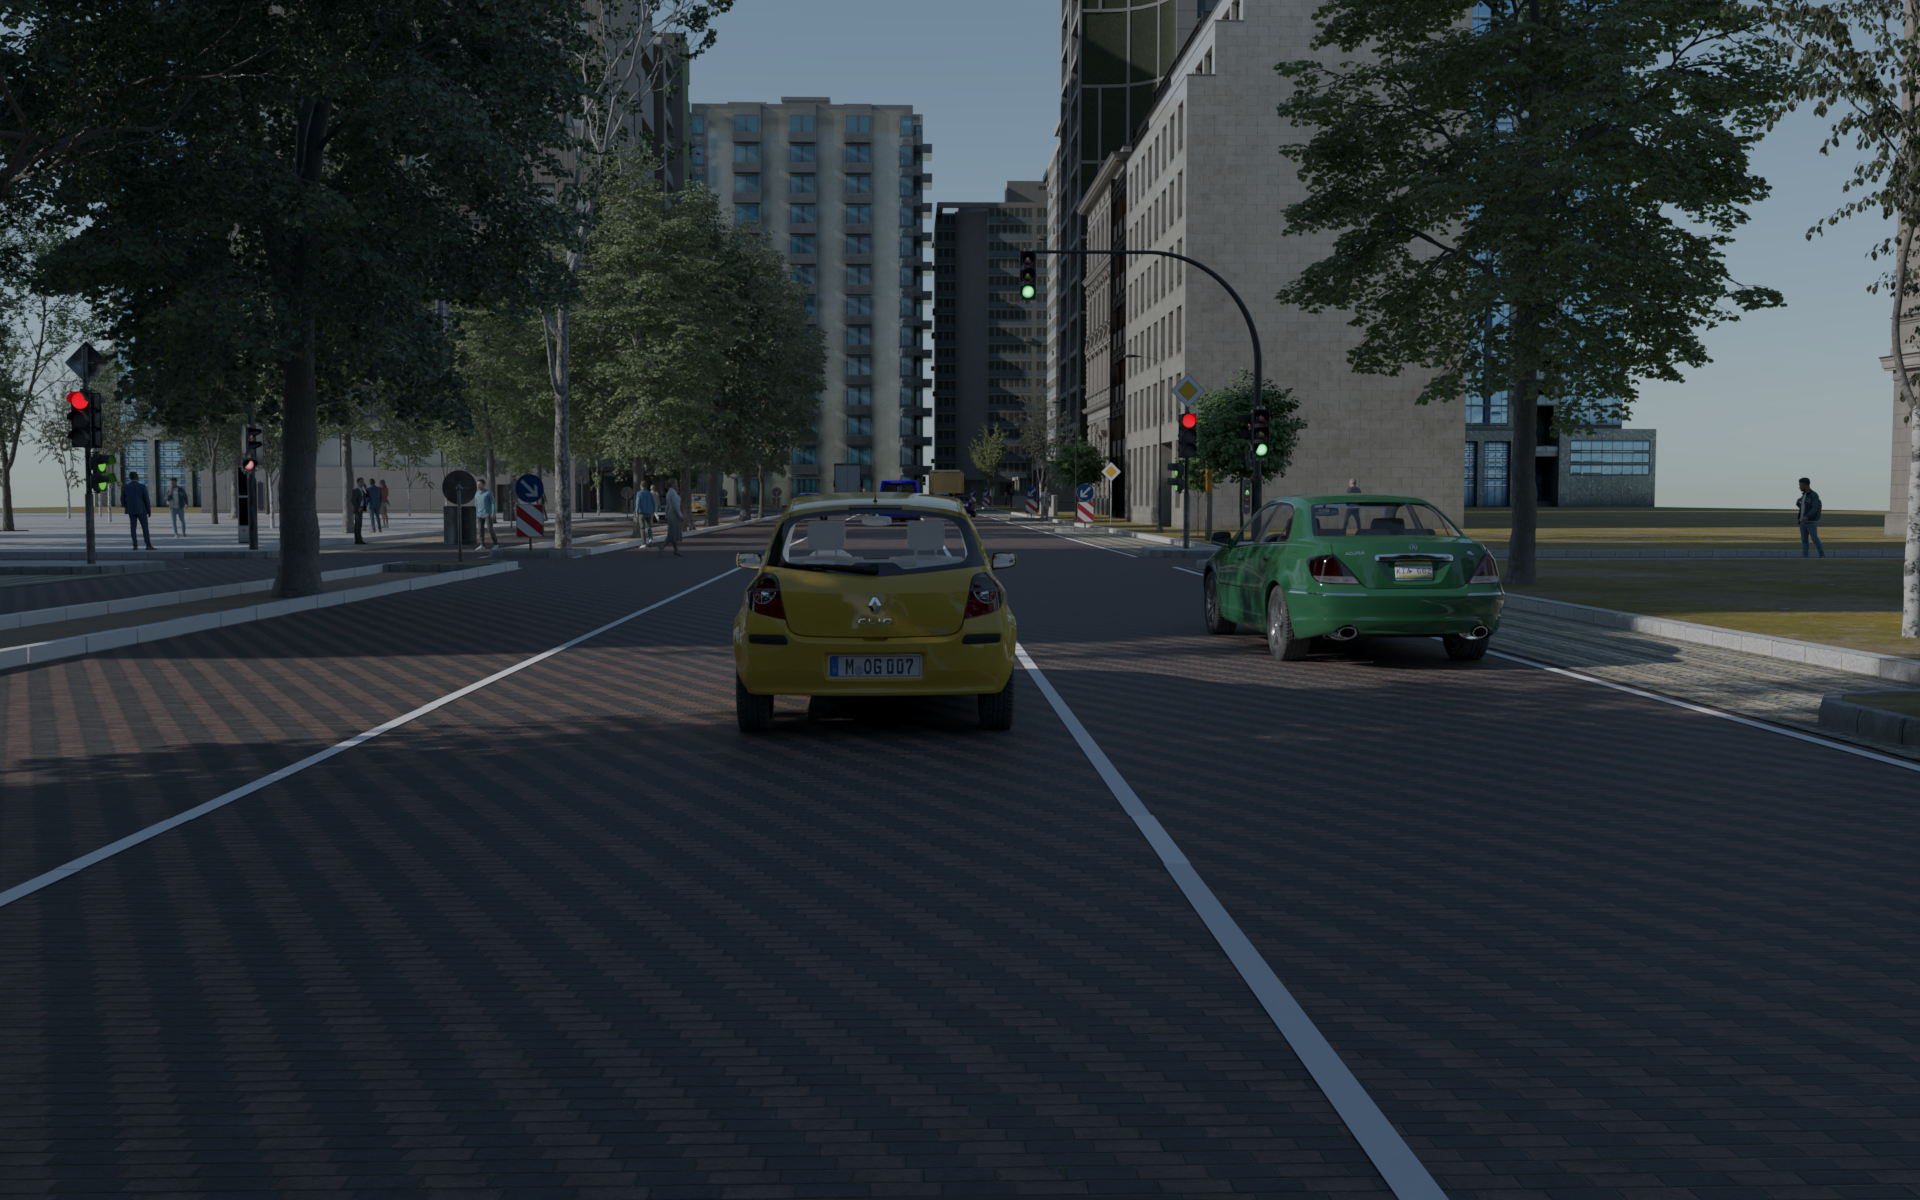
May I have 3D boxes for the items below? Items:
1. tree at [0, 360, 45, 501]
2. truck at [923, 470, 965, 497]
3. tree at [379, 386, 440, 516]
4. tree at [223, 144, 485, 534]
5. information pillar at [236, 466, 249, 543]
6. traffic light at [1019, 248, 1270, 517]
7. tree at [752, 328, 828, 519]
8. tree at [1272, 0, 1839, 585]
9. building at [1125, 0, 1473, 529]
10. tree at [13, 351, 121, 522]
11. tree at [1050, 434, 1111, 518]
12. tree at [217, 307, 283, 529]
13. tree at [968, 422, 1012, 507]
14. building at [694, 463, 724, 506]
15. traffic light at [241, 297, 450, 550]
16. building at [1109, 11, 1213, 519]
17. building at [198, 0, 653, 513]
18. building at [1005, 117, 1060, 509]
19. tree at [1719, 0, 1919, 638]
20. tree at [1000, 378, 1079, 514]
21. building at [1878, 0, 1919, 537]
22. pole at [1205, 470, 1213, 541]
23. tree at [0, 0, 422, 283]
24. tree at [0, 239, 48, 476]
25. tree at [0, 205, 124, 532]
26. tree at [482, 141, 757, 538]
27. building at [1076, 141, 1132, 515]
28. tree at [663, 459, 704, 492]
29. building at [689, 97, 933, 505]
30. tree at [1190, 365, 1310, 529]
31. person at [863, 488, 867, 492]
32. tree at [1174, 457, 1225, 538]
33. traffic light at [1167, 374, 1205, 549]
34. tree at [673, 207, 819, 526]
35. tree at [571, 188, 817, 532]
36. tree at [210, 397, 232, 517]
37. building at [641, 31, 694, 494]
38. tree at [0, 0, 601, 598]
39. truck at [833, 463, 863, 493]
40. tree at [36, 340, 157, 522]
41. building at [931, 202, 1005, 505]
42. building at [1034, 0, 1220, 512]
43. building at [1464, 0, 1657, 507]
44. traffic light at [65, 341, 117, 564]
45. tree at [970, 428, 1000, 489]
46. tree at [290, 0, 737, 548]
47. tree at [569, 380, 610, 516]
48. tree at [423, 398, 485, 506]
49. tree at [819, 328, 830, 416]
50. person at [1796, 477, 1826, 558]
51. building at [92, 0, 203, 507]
[{"bbox_3d":[-46.677,-8.164,83.845,4.737,8.622,4.395,0,3,0],"label":"tree"},{"bbox_3d":[-1.163,-8.674,137.745,3.469,3.379,9.791,0,4,-2],"label":"truck"},{"bbox_3d":[-31.995,-9.210,100.947,4.360,8.622,3.978,0,3,0],"label":"tree"},{"bbox_3d":[-20.403,-8.445,56.203,7.486,12.596,7.792,0,3,0],"label":"tree"},{"bbox_3d":[-18.613,-2.482,45.075,0.304,2.012,0.304,-1,4,-8],"label":"information pillar"},{"bbox_3d":[3.461,-3.526,32.318,4.771,5.953,1.251,0,4,-2],"label":"traffic light"},{"bbox_3d":[-11.483,-10.553,100.751,9.928,11.665,9.643,0,3,0],"label":"tree"},{"bbox_3d":[8.151,-6.519,24.711,7.486,12.596,7.792,0,3,0],"label":"tree"},{"bbox_3d":[13.117,-13.259,71.529,10.420,20.320,16.860,0,4,-2],"label":"building"},{"bbox_3d":[-47.101,-8.597,90.926,4.360,8.622,3.978,0,3,0],"label":"tree"},{"bbox_3d":[6.552,-6.793,94.780,4.285,4.588,4.351,0,3,0],"label":"tree"},{"bbox_3d":[-25.561,-6.952,64.029,4.360,8.622,3.978,0,3,0],"label":"tree"},{"bbox_3d":[3.059,-13.760,175.342,4.737,8.622,4.395,0,3,0],"label":"tree"},{"bbox_3d":[-39.903,-20.185,175.067,28.899,21.520,27.650,0,4,-2],"label":"building"},{"bbox_3d":[-14.172,-3.989,39.896,4.771,5.953,1.251,0,4,-2],"label":"traffic light"},{"bbox_3d":[14.693,-15.800,88.004,12.332,23.373,15.834,0,4,-2],"label":"building"},{"bbox_3d":[-37.512,-32.924,127.551,28.713,52.752,27.495,0,4,-2],"label":"building"},{"bbox_3d":[21.698,-29.735,178.043,32.217,40.220,23.993,0,4,-2],"label":"building"},{"bbox_3d":[8.763,-3.965,15.195,4.360,8.622,3.978,0,3,0],"label":"tree"},{"bbox_3d":[5.205,-9.724,109.343,4.360,8.622,3.978,0,3,0],"label":"tree"},{"bbox_3d":[29.519,-12.023,47.482,40.483,20.767,10.553,0,4,-2],"label":"building"},{"bbox_3d":[6.815,-3.275,47.394,0.158,3.312,0.155,0,3,0],"label":"pole"},{"bbox_3d":[-8.699,-4.780,15.016,8.767,10.594,7.601,0,4,-2],"label":"tree"},{"bbox_3d":[-28.255,-7.789,44.360,9.611,12.733,9.660,0,3,0],"label":"tree"},{"bbox_3d":[-32.673,-8.173,59.386,9.928,11.665,9.643,0,3,0],"label":"tree"},{"bbox_3d":[-10.509,-8.285,56.047,7.486,12.596,7.792,0,3,0],"label":"tree"},{"bbox_3d":[13.550,-16.939,105.828,11.050,23.489,19.941,0,4,-2],"label":"building"},{"bbox_3d":[-21.252,-9.142,133.183,4.285,4.588,4.351,0,3,0],"label":"tree"},{"bbox_3d":[-18.675,-36.209,211.633,30.456,49.044,23.786,0,4,-2],"label":"building"},{"bbox_3d":[7.336,-3.718,44.500,4.285,4.588,4.351,0,3,0],"label":"tree"},{"bbox_3d":[-6.404,-6.207,110.206,1.509,1.804,0.699,2,4,27],"label":"person"},{"bbox_3d":[7.146,-3.450,51.004,1.663,3.219,1.824,0,3,0],"label":"tree"},{"bbox_3d":[5.289,-3.155,40.508,0.839,4.253,0.868,0,4,-2],"label":"traffic light"},{"bbox_3d":[-11.198,-10.306,77.611,9.857,13.997,8.962,0,3,0],"label":"tree"},{"bbox_3d":[-10.295,-8.882,64.686,9.611,12.733,9.660,0,3,0],"label":"tree"},{"bbox_3d":[-41.103,-10.576,98.669,9.928,11.665,9.643,0,3,0],"label":"tree"},{"bbox_3d":[-30.958,-28.458,148.877,14.154,41.232,14.086,0,4,-2],"label":"building"},{"bbox_3d":[-9.203,-7.009,23.714,9.857,13.997,8.962,0,3,0],"label":"tree"},{"bbox_3d":[-10.512,-10.611,162.408,2.839,4.237,11.283,0,4,-4],"label":"truck"},{"bbox_3d":[-39.050,-7.902,79.555,4.360,8.622,3.978,0,3,0],"label":"tree"},{"bbox_3d":[8.452,-32.151,217.551,23.993,40.220,32.217,0,4,-2],"label":"building"},{"bbox_3d":[16.458,-42.314,130.081,20.563,71.187,20.611,0,4,-2],"label":"building"},{"bbox_3d":[54.461,-52.965,178.657,31.000,86.520,22.319,0,4,-2],"label":"building"},{"bbox_3d":[-16.000,-2.623,31.812,0.839,4.253,0.868,0,4,-2],"label":"traffic light"},{"bbox_3d":[3.100,-14.850,193.162,4.360,8.622,3.978,0,3,0],"label":"tree"},{"bbox_3d":[-11.378,-11.384,44.472,12.611,20.169,13.585,0,3,0],"label":"tree"},{"bbox_3d":[-21.525,-9.262,101.792,4.737,8.622,4.395,0,3,0],"label":"tree"},{"bbox_3d":[-28.128,-8.863,95.280,4.737,8.622,4.395,0,3,0],"label":"tree"},{"bbox_3d":[-11.100,-11.006,89.065,9.857,13.997,8.962,0,3,0],"label":"tree"},{"bbox_3d":[17.728,-1.672,36.192,0.721,1.781,0.623,-1,4,-15],"label":"person"},{"bbox_3d":[-70.900,-52.703,174.372,31.000,86.520,22.319,0,4,-2],"label":"building"}]
